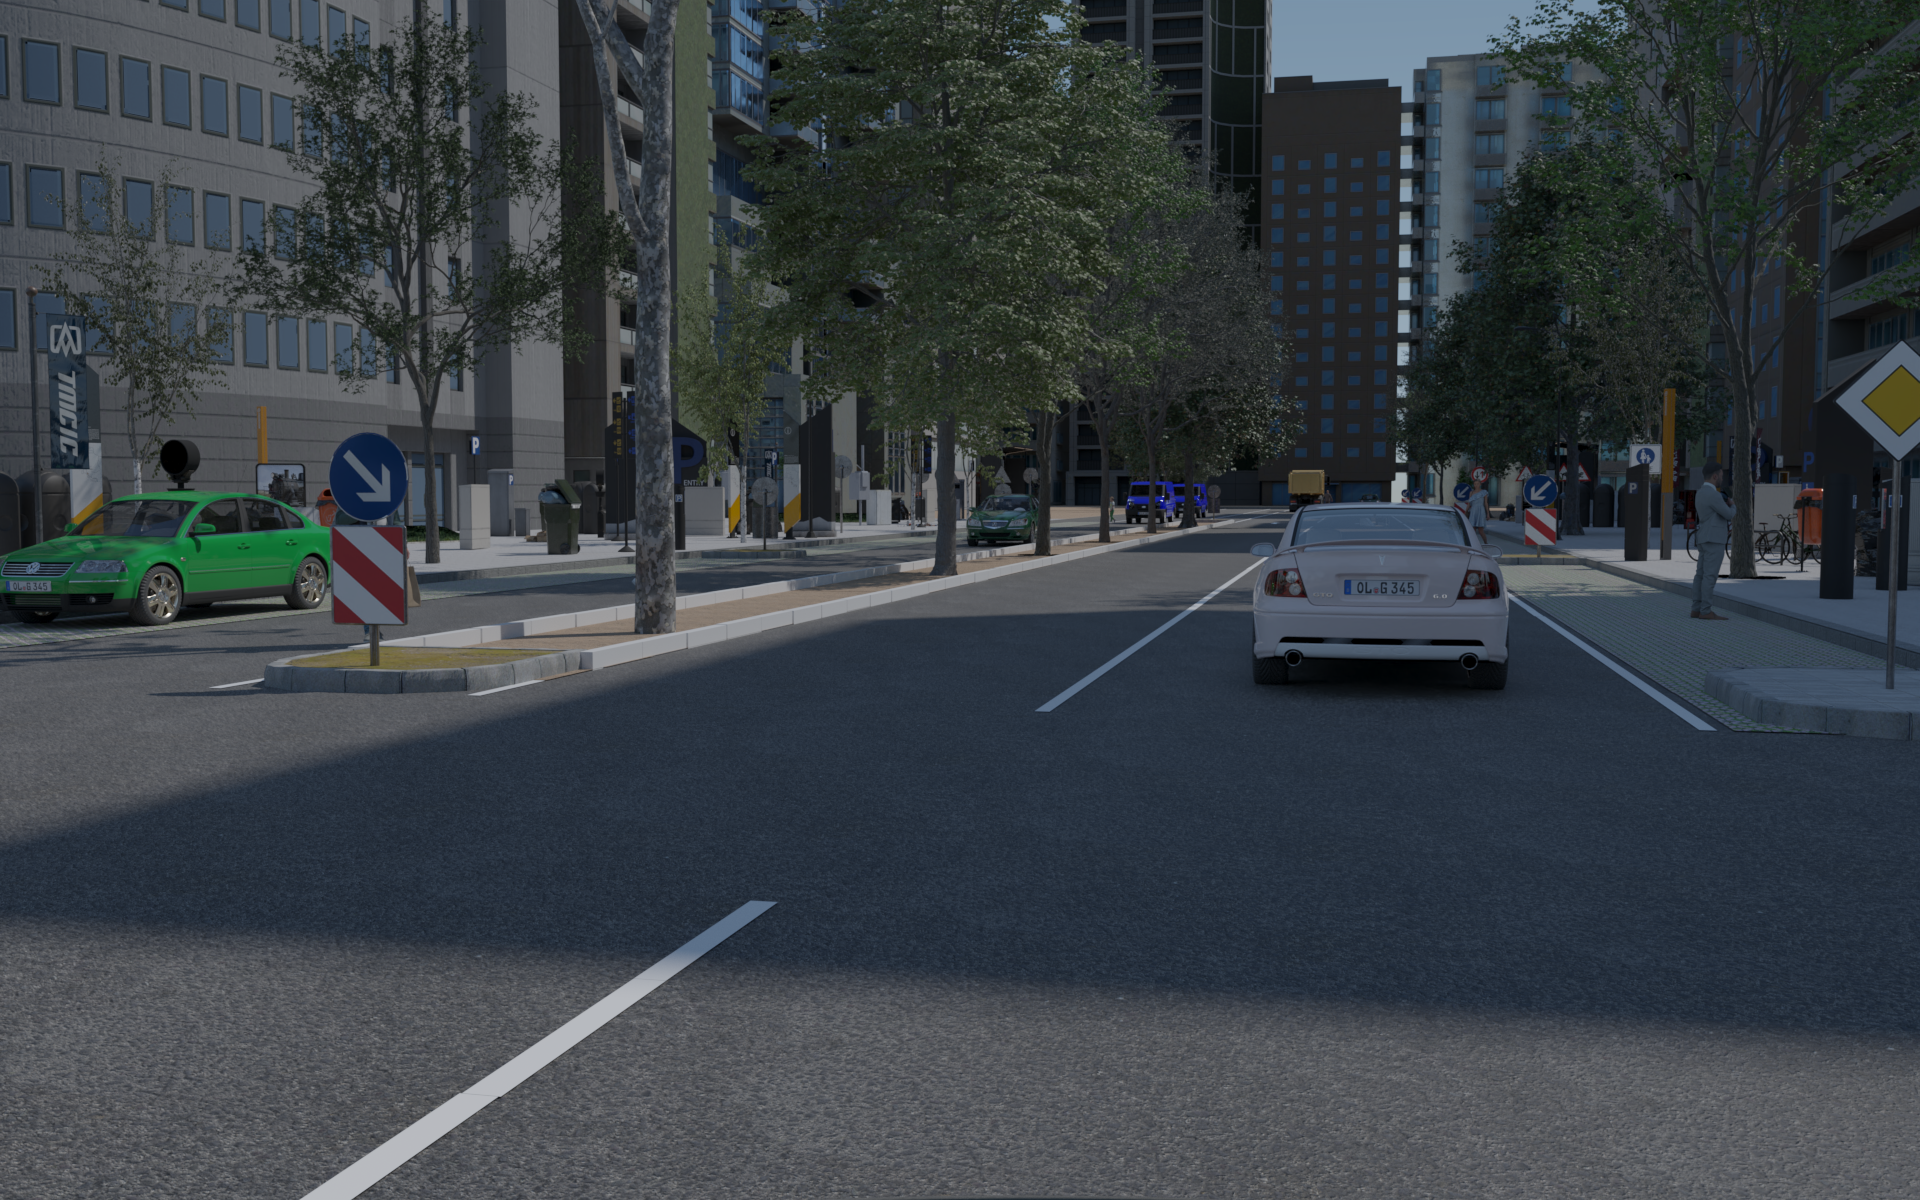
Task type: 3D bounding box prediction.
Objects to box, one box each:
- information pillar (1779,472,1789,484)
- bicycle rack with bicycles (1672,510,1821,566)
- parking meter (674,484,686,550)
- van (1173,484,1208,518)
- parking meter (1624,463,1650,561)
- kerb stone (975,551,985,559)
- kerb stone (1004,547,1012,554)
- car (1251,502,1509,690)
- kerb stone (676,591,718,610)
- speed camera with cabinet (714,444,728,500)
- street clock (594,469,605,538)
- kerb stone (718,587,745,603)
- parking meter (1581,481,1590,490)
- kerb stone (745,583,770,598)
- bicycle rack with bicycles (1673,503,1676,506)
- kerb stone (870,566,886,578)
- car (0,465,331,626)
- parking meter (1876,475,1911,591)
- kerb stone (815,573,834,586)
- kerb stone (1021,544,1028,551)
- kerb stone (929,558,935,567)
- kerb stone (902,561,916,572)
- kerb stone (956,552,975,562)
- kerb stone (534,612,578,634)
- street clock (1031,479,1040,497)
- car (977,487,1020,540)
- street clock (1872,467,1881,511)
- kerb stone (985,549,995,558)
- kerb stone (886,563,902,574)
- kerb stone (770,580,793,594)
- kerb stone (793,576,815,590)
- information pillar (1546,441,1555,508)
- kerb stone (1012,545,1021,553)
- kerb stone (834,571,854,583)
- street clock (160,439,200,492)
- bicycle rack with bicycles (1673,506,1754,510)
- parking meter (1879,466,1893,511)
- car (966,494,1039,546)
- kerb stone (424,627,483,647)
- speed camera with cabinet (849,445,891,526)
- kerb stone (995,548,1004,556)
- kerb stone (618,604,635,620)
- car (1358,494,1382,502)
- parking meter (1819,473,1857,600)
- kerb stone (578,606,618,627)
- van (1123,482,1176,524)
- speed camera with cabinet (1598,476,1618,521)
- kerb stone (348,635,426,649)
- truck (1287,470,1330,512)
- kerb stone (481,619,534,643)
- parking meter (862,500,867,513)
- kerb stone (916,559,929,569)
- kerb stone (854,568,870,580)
[{"bbox_3d":[26.993,-3.198,56.782,0.304,2.012,0.304,2,4,27],"label":"information pillar"},{"bbox_3d":[15.275,-1.133,31.902,2.852,0.926,2.925,-1,4,-13],"label":"bicycle rack with bicycles"},{"bbox_3d":[-6.478,-1.912,39.666,0.372,1.533,0.369,0,3,0],"label":"parking meter"},{"bbox_3d":[13.641,-6.074,103.689,2.240,2.365,5.245,1,4,13],"label":"van"},{"bbox_3d":[12.941,-1.678,33.141,0.255,1.863,0.399,-2,4,-29],"label":"parking meter"},{"bbox_3d":[0.332,-0.970,38.048,0.120,0.150,1.000,1,4,13],"label":"kerb stone"},{"bbox_3d":[1.021,-1.152,41.039,0.120,0.150,1.000,1,4,13],"label":"kerb stone"},{"bbox_3d":[3.408,-0.113,14.211,2.083,1.381,4.827,1,4,12],"label":"car"},{"bbox_3d":[-3.355,0.013,22.051,0.120,0.150,1.000,1,4,13],"label":"kerb stone"},{"bbox_3d":[-9.745,-4.566,68.983,0.660,3.252,2.038,-3,4,-37],"label":"speed camera with cabinet"},{"bbox_3d":[-10.524,-2.821,50.694,0.358,2.002,0.471,-1,4,-9],"label":"street clock"},{"bbox_3d":[-3.131,-0.050,23.053,0.120,0.150,1.000,1,4,13],"label":"kerb stone"},{"bbox_3d":[26.609,-4.164,73.786,0.399,1.863,0.255,-1,4,-11],"label":"parking meter"},{"bbox_3d":[-2.890,-0.109,24.046,0.120,0.150,1.000,1,4,13],"label":"kerb stone"},{"bbox_3d":[28.484,-3.514,70.829,2.925,0.926,2.852,3,5,44],"label":"bicycle rack with bicycles"},{"bbox_3d":[-1.513,-0.481,30.052,0.120,0.150,1.000,1,4,13],"label":"kerb stone"},{"bbox_3d":[-9.157,-0.701,20.255,1.959,1.807,4.718,1,4,13],"label":"car"},{"bbox_3d":[12.443,-0.898,23.095,0.372,1.533,0.369,0,3,0],"label":"parking meter"},{"bbox_3d":[-2.209,-0.296,27.044,0.120,0.150,1.000,1,4,13],"label":"kerb stone"},{"bbox_3d":[1.486,-1.274,43.040,0.120,0.150,1.000,1,4,13],"label":"kerb stone"},{"bbox_3d":[-0.580,-0.725,34.047,0.120,0.150,1.000,1,4,13],"label":"kerb stone"},{"bbox_3d":[-1.053,-0.601,32.047,0.120,0.150,1.000,1,4,13],"label":"kerb stone"},{"bbox_3d":[0.109,-0.908,37.051,0.120,0.150,1.000,1,4,13],"label":"kerb stone"},{"bbox_3d":[-4.287,0.254,18.045,0.120,0.150,1.000,1,4,13],"label":"kerb stone"},{"bbox_3d":[3.625,-4.789,82.871,0.471,2.002,0.358,0,4,7],"label":"street clock"},{"bbox_3d":[1.611,-2.743,54.640,2.009,1.686,4.222,1,4,12],"label":"car"},{"bbox_3d":[24.355,-2.536,46.033,0.358,2.002,0.471,-1,4,-17],"label":"street clock"},{"bbox_3d":[0.561,-1.030,39.045,0.120,0.150,1.000,1,4,13],"label":"kerb stone"},{"bbox_3d":[-1.277,-0.541,31.047,0.120,0.150,1.000,1,4,13],"label":"kerb stone"},{"bbox_3d":[-2.666,-0.174,25.043,0.120,0.150,1.000,1,4,13],"label":"kerb stone"},{"bbox_3d":[-2.427,-0.235,26.041,0.120,0.150,1.000,1,4,13],"label":"kerb stone"},{"bbox_3d":[20.599,-4.226,60.447,0.183,3.616,0.504,3,5,44],"label":"information pillar"},{"bbox_3d":[1.255,-1.214,42.044,0.120,0.150,1.000,1,4,13],"label":"kerb stone"},{"bbox_3d":[-1.962,-0.358,28.047,0.120,0.150,1.000,1,4,13],"label":"kerb stone"},{"bbox_3d":[-10.385,-1.134,23.108,0.471,2.002,0.358,1,4,18],"label":"street clock"},{"bbox_3d":[18.456,-1.691,41.031,2.852,0.926,2.925,2,4,29],"label":"bicycle rack with bicycles"},{"bbox_3d":[19.638,-1.887,36.562,0.399,1.863,0.255,2,4,26],"label":"parking meter"},{"bbox_3d":[1.410,-2.277,49.029,2.131,1.459,4.920,1,4,12],"label":"car"},{"bbox_3d":[-4.742,0.379,16.041,0.120,0.150,1.000,1,4,13],"label":"kerb stone"},{"bbox_3d":[-3.667,-4.677,70.811,0.660,3.252,2.038,3,4,37],"label":"speed camera with cabinet"},{"bbox_3d":[0.790,-1.091,40.041,0.120,0.150,1.000,1,4,13],"label":"kerb stone"},{"bbox_3d":[-3.816,0.134,20.052,0.120,0.150,1.000,1,4,13],"label":"kerb stone"},{"bbox_3d":[35.336,-8.531,149.270,2.009,1.686,4.222,1,4,13],"label":"car"},{"bbox_3d":[10.740,-0.781,21.183,0.372,1.533,0.369,0,3,0],"label":"parking meter"},{"bbox_3d":[-4.049,0.196,19.044,0.120,0.150,1.000,1,4,13],"label":"kerb stone"},{"bbox_3d":[9.277,-4.887,84.291,2.240,2.365,5.245,1,4,13],"label":"van"},{"bbox_3d":[30.945,-5.414,82.860,2.038,3.252,0.660,0,4,3],"label":"speed camera with cabinet"},{"bbox_3d":[-4.974,0.440,15.031,0.120,0.150,1.000,1,4,13],"label":"kerb stone"},{"bbox_3d":[28.022,-8.799,139.779,3.469,3.379,9.791,1,4,13],"label":"truck"},{"bbox_3d":[-4.510,0.315,17.048,0.120,0.150,1.000,1,4,13],"label":"kerb stone"},{"bbox_3d":[-4.860,-5.139,89.735,0.255,1.863,0.399,2,4,30],"label":"parking meter"},{"bbox_3d":[-0.816,-0.660,33.043,0.120,0.150,1.000,1,4,13],"label":"kerb stone"},{"bbox_3d":[-1.743,-0.414,29.051,0.120,0.150,1.000,1,4,13],"label":"kerb stone"}]
